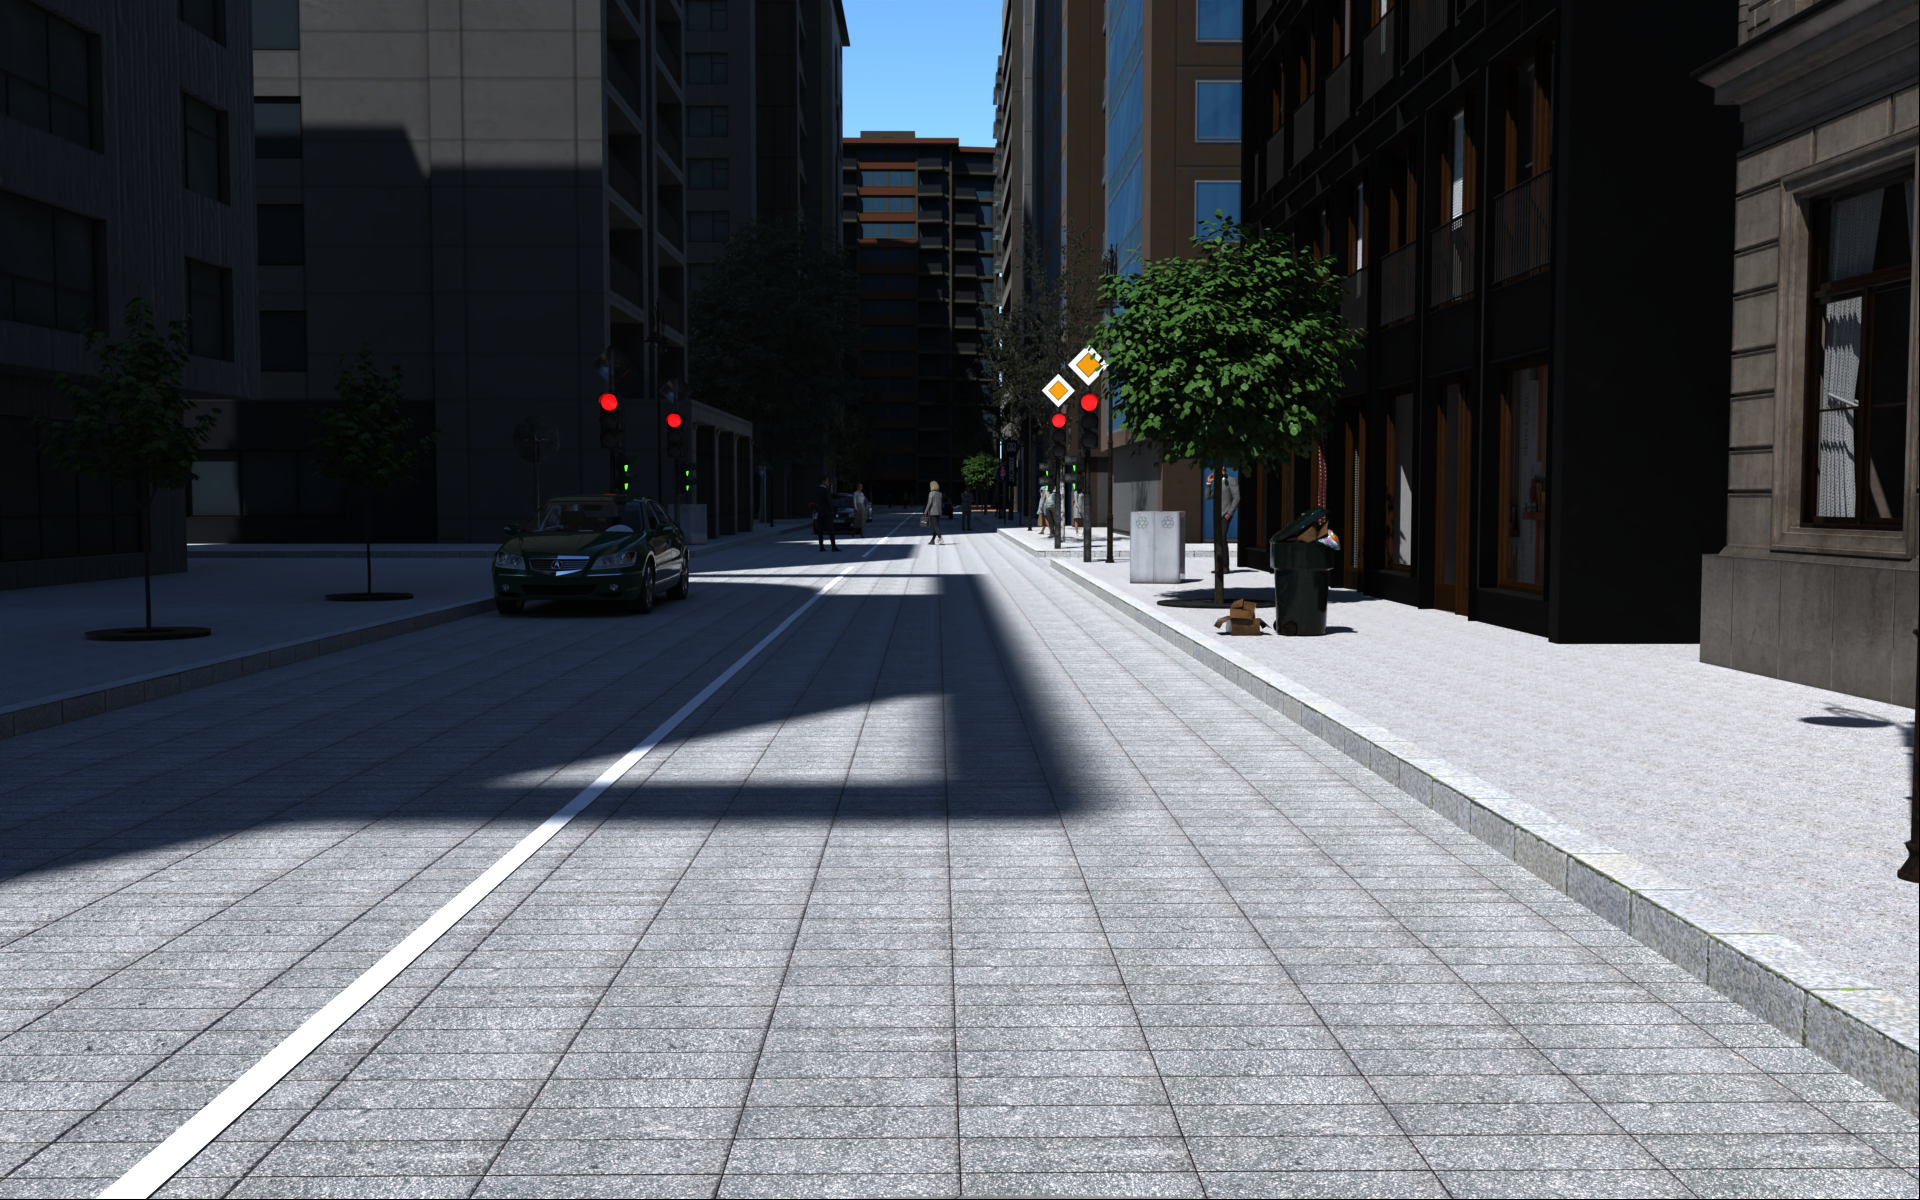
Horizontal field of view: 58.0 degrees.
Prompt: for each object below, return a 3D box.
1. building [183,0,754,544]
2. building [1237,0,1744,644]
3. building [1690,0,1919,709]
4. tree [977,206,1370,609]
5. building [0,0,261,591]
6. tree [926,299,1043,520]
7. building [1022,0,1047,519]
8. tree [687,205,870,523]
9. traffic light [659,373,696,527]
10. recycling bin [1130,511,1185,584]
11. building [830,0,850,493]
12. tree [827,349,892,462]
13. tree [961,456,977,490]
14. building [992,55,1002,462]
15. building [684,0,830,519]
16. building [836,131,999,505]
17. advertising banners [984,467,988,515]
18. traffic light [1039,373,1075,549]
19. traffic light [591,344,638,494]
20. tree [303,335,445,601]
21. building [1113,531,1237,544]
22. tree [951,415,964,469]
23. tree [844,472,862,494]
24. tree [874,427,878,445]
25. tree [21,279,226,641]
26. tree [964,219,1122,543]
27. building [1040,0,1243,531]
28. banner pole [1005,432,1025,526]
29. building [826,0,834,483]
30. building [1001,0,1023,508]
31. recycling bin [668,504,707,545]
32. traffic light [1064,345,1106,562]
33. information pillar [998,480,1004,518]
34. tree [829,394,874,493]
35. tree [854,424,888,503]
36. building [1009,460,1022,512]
[{"bbox_3d":[-17.249,-37.583,52.740,20.563,71.187,20.611,0,4,-1],"label":"building"},{"bbox_3d":[11.151,-11.767,22.068,12.332,23.373,15.834,0,4,-1],"label":"building"},{"bbox_3d":[10.476,-8.503,3.648,10.561,19.102,19.286,0,4,-1],"label":"building"},{"bbox_3d":[3.074,-2.218,19.973,4.285,4.588,4.351,0,3,0],"label":"tree"},{"bbox_3d":[-18.672,-15.456,24.411,14.107,30.474,14.160,0,4,-1],"label":"building"},{"bbox_3d":[2.408,-9.133,83.745,8.767,10.594,7.601,0,4,6],"label":"tree"},{"bbox_3d":[14.153,-34.176,100.774,21.231,58.520,28.212,0,4,-1],"label":"building"},{"bbox_3d":[-8.781,-10.418,76.985,9.857,13.997,8.962,0,3,0],"label":"tree"},{"bbox_3d":[-6.588,-3.146,40.362,0.839,4.253,0.868,0,4,-1],"label":"traffic light"},{"bbox_3d":[2.865,-0.766,25.076,0.722,1.027,0.722,1,4,14],"label":"recycling bin"},{"bbox_3d":[-25.432,-35.791,174.413,27.495,52.752,28.713,0,4,-1],"label":"building"},{"bbox_3d":[-8.551,-10.483,105.805,8.767,10.594,7.601,-1,4,-9],"label":"tree"},{"bbox_3d":[1.706,-8.823,127.967,4.285,4.588,4.351,0,3,0],"label":"tree"},{"bbox_3d":[14.625,-33.915,174.118,23.786,49.044,30.456,0,4,-1],"label":"building"},{"bbox_3d":[-14.382,-24.891,90.562,14.154,41.232,14.086,0,4,-1],"label":"building"},{"bbox_3d":[-9.397,-34.076,211.761,28.867,44.769,22.147,0,4,-1],"label":"building"},{"bbox_3d":[1.630,-6.842,108.049,0.090,3.025,2.074,0,4,7],"label":"advertising banners"},{"bbox_3d":[2.272,-3.155,40.500,0.839,4.253,0.868,0,4,-1],"label":"traffic light"},{"bbox_3d":[-6.478,-2.658,32.378,0.839,4.253,0.868,0,4,-1],"label":"traffic light"},{"bbox_3d":[-7.125,-1.626,21.189,1.663,3.219,1.824,0,3,0],"label":"tree"},{"bbox_3d":[11.843,-24.464,50.103,14.200,45.320,14.600,0,4,-1],"label":"building"},{"bbox_3d":[1.296,-12.466,154.175,4.360,8.622,3.978,0,3,0],"label":"tree"},{"bbox_3d":[-9.163,-9.388,148.096,1.663,3.219,1.824,0,3,0],"label":"tree"},{"bbox_3d":[-9.435,-12.650,157.196,4.737,8.622,4.395,0,3,0],"label":"tree"},{"bbox_3d":[-7.268,-1.286,15.632,1.663,3.219,1.824,0,3,0],"label":"tree"},{"bbox_3d":[2.471,-5.827,45.628,4.360,8.622,3.978,0,3,0],"label":"tree"},{"bbox_3d":[10.836,-25.802,71.977,14.600,45.320,14.200,0,4,-1],"label":"building"},{"bbox_3d":[2.238,-4.910,70.297,0.863,3.779,0.401,2,4,23],"label":"banner pole"},{"bbox_3d":[-17.939,-30.242,144.570,14.600,45.320,14.200,0,4,-1],"label":"building"},{"bbox_3d":[14.602,-32.076,148.151,21.300,48.544,21.600,0,4,-1],"label":"building"},{"bbox_3d":[-6.893,-1.913,43.834,0.722,1.027,0.722,2,4,29],"label":"recycling bin"},{"bbox_3d":[2.382,-2.666,32.516,0.839,4.253,0.868,0,4,-1],"label":"traffic light"},{"bbox_3d":[2.238,-5.335,91.725,0.304,2.012,0.304,2,4,29],"label":"information pillar"},{"bbox_3d":[-8.281,-9.974,113.440,4.737,8.622,4.395,0,3,0],"label":"tree"},{"bbox_3d":[-8.938,-13.591,172.579,4.360,8.622,3.978,0,3,0],"label":"tree"},{"bbox_3d":[14.282,-42.076,126.187,20.563,71.187,20.611,0,4,-1],"label":"building"}]
